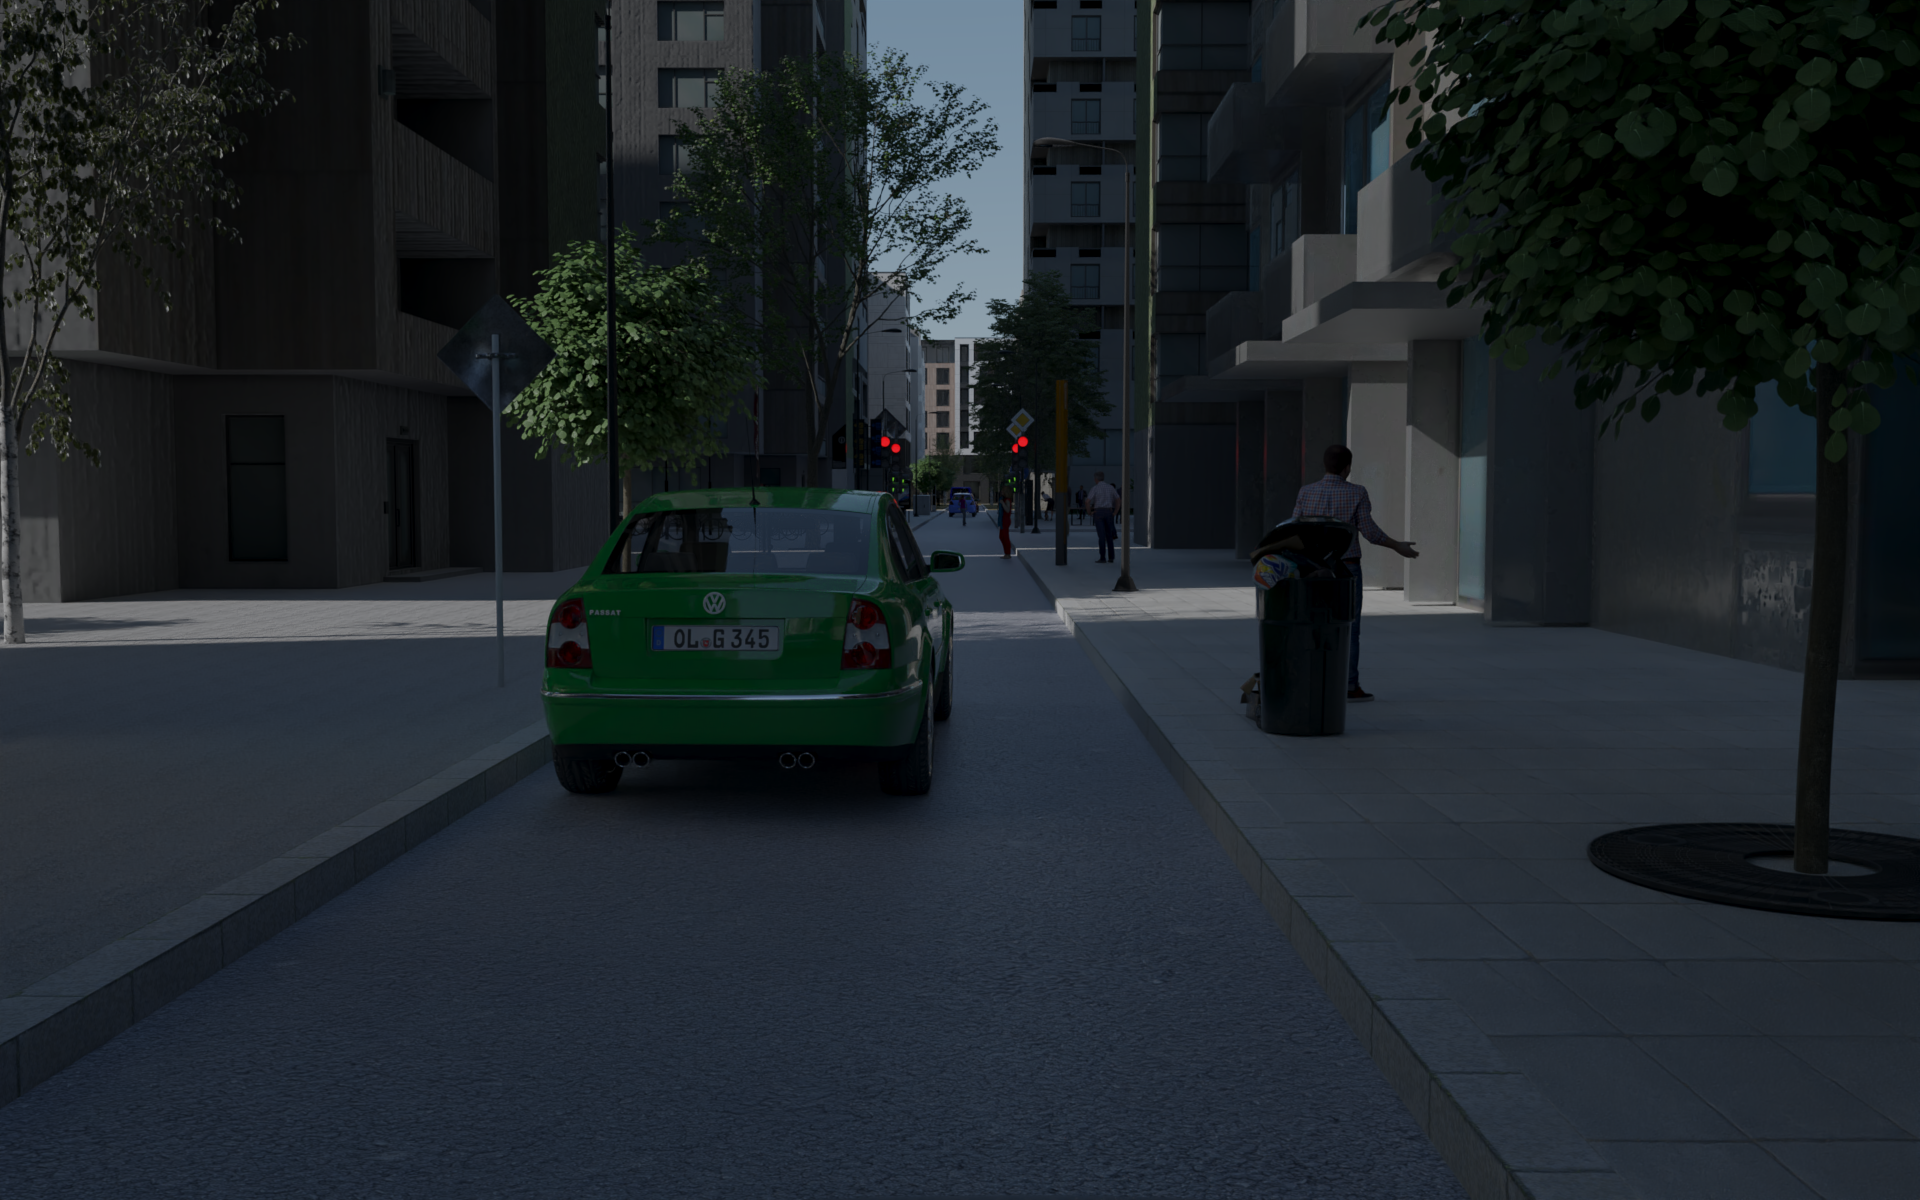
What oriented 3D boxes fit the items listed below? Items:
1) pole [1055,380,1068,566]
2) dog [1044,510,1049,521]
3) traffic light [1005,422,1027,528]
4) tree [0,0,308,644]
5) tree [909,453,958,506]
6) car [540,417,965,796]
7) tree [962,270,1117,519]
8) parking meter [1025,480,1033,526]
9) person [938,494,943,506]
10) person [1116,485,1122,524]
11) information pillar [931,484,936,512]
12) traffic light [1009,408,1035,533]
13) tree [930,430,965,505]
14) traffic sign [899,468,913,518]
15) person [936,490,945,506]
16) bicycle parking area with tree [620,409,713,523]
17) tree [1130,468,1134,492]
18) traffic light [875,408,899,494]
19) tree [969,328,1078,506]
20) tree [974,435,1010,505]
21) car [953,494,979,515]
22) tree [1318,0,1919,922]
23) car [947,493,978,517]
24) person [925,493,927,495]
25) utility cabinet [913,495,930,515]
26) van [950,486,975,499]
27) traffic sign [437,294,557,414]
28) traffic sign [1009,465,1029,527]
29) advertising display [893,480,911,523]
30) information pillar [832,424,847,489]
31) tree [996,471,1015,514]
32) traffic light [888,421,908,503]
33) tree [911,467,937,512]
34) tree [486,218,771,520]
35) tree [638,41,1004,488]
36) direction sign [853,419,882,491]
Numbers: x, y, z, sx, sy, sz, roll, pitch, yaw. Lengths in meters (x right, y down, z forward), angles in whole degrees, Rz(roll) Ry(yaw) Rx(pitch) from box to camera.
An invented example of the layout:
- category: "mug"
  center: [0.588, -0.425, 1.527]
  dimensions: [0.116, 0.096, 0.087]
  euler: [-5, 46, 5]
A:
- category: "pole"
  center: [1.823, -2.276, 31.059]
  dimensions: [0.158, 3.312, 0.155]
  euler: [0, 3, 0]
- category: "dog"
  center: [4.086, -3.984, 81.970]
  dimensions: [0.406, 0.507, 0.540]
  euler: [-3, 5, -42]
- category: "traffic light"
  center: [2.084, -4.626, 64.548]
  dimensions: [0.839, 4.253, 0.868]
  euler: [0, 4, 0]
- category: "tree"
  center: [-7.924, -3.938, 14.753]
  dimensions: [4.360, 8.622, 3.978]
  euler: [0, 3, 0]
- category: "tree"
  center: [-2.621, -9.409, 137.552]
  dimensions: [4.285, 4.588, 4.351]
  euler: [0, 3, 0]
- category: "car"
  center: [-0.970, -0.051, 9.625]
  dimensions: [1.959, 1.807, 4.718]
  euler: [0, 4, 2]
- category: "tree"
  center: [4.013, -10.352, 87.376]
  dimensions: [7.486, 12.596, 7.792]
  euler: [0, 3, 0]
- category: "parking meter"
  center: [2.814, -3.962, 70.487]
  dimensions: [0.255, 1.863, 0.399]
  euler: [-1, 4, -13]
- category: "person"
  center: [-2.434, -11.481, 193.896]
  dimensions: [0.705, 1.807, 1.348]
  euler: [-3, 5, -43]
- category: "person"
  center: [6.982, -4.166, 74.598]
  dimensions: [0.683, 1.767, 0.568]
  euler: [3, 5, 41]
- category: "information pillar"
  center: [-1.929, -7.430, 125.968]
  dimensions: [0.304, 2.012, 0.304]
  euler: [-1, 4, -19]
- category: "traffic light"
  center: [2.024, -4.137, 56.563]
  dimensions: [0.839, 4.253, 0.868]
  euler: [0, 4, 0]
- category: "tree"
  center: [-1.572, -15.015, 195.854]
  dimensions: [4.737, 8.622, 4.395]
  euler: [0, 3, 0]
- category: "traffic sign"
  center: [-2.663, -5.169, 84.615]
  dimensions: [0.768, 2.556, 0.104]
  euler: [0, 4, 6]
- category: "person"
  center: [-2.256, -10.661, 180.491]
  dimensions: [1.348, 1.807, 0.705]
  euler: [1, 4, 20]
- category: "bicycle parking area with tree"
  center: [-7.880, -3.932, 51.285]
  dimensions: [9.016, 4.147, 8.231]
  euler: [1, 4, 19]
- category: "tree"
  center: [11.481, -7.162, 111.692]
  dimensions: [1.663, 3.219, 1.824]
  euler: [0, 3, 0]
- category: "traffic light"
  center: [-2.417, -4.138, 56.580]
  dimensions: [0.839, 4.253, 0.868]
  euler: [0, 4, 0]
- category: "tree"
  center: [2.848, -7.731, 76.767]
  dimensions: [4.360, 8.622, 3.978]
  euler: [0, 3, 0]
- category: "tree"
  center: [4.752, -16.324, 217.256]
  dimensions: [4.737, 8.622, 4.395]
  euler: [0, 3, 0]
- category: "car"
  center: [0.276, -6.770, 119.730]
  dimensions: [2.155, 1.783, 4.494]
  euler: [0, 4, 1]
- category: "tree"
  center: [2.816, -1.346, 5.724]
  dimensions: [4.285, 4.588, 4.351]
  euler: [0, 3, 0]
- category: "car"
  center: [0.151, -6.112, 109.514]
  dimensions: [1.945, 1.707, 3.694]
  euler: [0, 4, 1]
- category: "person"
  center: [-3.164, -9.789, 166.180]
  dimensions: [0.705, 1.812, 1.348]
  euler: [2, 4, 30]
- category: "utility cabinet"
  center: [-2.332, -5.752, 105.207]
  dimensions: [1.020, 1.237, 0.306]
  euler: [1, 4, 10]
- category: "van"
  center: [0.142, -8.982, 151.247]
  dimensions: [2.240, 2.365, 5.245]
  euler: [0, 4, 2]
- category: "traffic sign"
  center: [-3.066, -0.717, 11.453]
  dimensions: [0.795, 2.593, 0.064]
  euler: [0, 4, 1]
- category: "traffic sign"
  center: [2.323, -4.156, 68.054]
  dimensions: [0.768, 2.556, 0.104]
  euler: [0, 4, 3]
- category: "advertising display"
  center: [-2.667, -4.442, 77.846]
  dimensions: [0.974, 1.923, 0.123]
  euler: [2, 4, 27]
- category: "information pillar"
  center: [-3.979, -4.037, 57.357]
  dimensions: [0.504, 3.616, 0.183]
  euler: [0, 4, 3]
- category: "tree"
  center: [3.361, -7.100, 110.688]
  dimensions: [1.663, 3.219, 1.824]
  euler: [0, 3, 0]
- category: "traffic light"
  center: [-2.357, -4.627, 64.565]
  dimensions: [0.839, 4.253, 0.868]
  euler: [0, 4, 0]
- category: "tree"
  center: [-2.387, -7.817, 122.402]
  dimensions: [1.663, 3.219, 1.824]
  euler: [0, 3, 0]
- category: "tree"
  center: [-3.952, -2.262, 20.696]
  dimensions: [4.285, 4.588, 4.351]
  euler: [0, 3, 0]
- category: "tree"
  center: [-3.212, -6.950, 39.394]
  dimensions: [9.928, 11.665, 9.643]
  euler: [0, 3, 0]
- category: "direction sign"
  center: [-2.788, -3.685, 52.243]
  dimensions: [0.876, 3.537, 0.379]
  euler: [1, 4, 9]
